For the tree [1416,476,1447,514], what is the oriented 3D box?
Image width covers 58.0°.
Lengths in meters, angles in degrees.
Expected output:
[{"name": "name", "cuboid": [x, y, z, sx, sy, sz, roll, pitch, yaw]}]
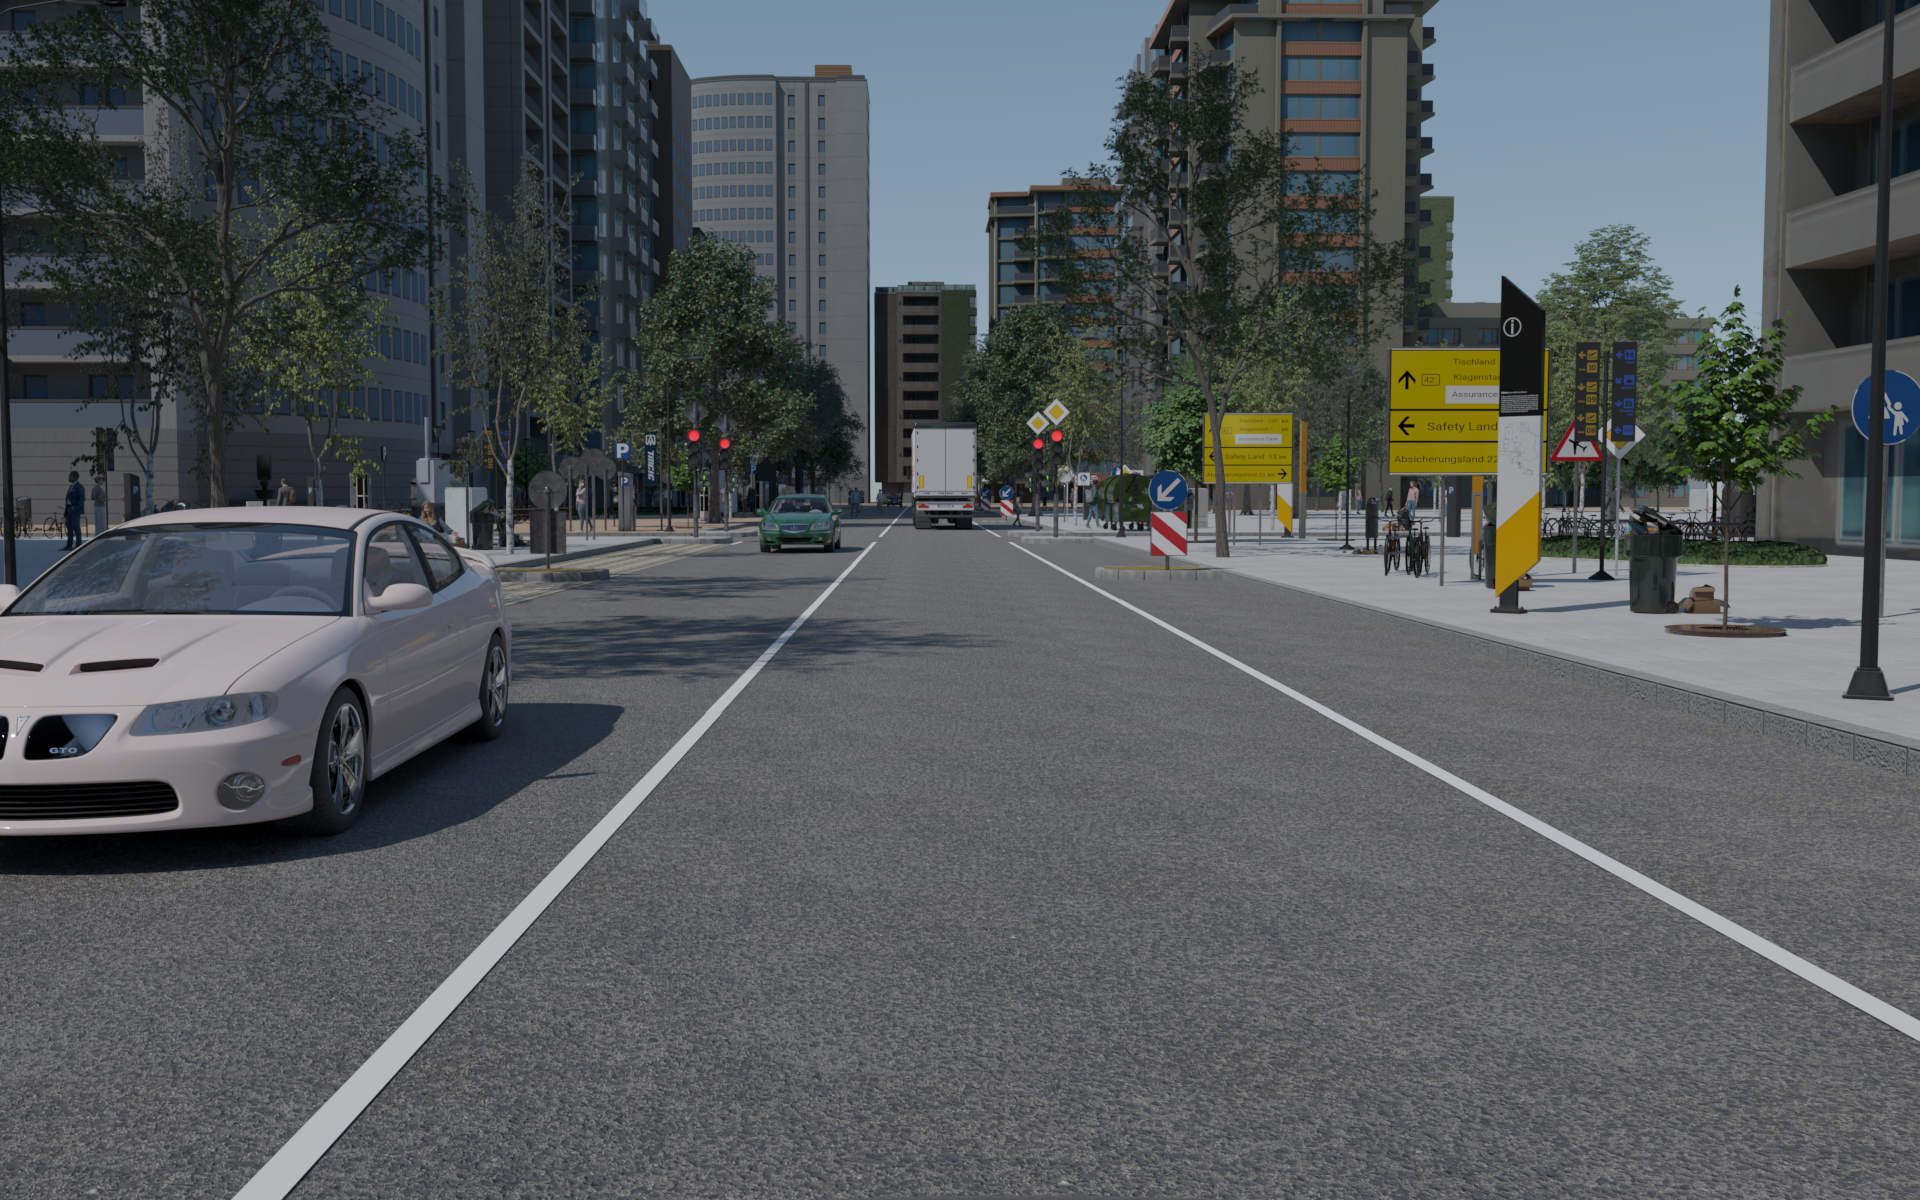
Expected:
[{"name": "tree", "cuboid": [31.286, -10.054, 114.749, 4.360, 8.622, 3.978, 0, 3, 0]}]

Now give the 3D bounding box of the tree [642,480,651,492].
[{"name": "tree", "cuboid": [-22.871, -8.210, 128.829, 1.663, 3.219, 1.824, 0, 3, 0]}]

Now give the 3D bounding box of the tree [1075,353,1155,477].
[{"name": "tree", "cuboid": [7.771, -8.499, 89.315, 4.360, 8.622, 3.978, 0, 3, 0]}]

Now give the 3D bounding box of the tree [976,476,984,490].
[{"name": "tree", "cuboid": [2.539, -14.836, 192.927, 4.737, 8.622, 4.395, 0, 3, 0]}]

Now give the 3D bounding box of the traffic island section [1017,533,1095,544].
[{"name": "traffic island section", "cuboid": [2.856, -1.768, 51.190, 2.009, 0.180, 2.903, 0, 4, -1]}]

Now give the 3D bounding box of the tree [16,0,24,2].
[{"name": "tree", "cuboid": [-9.564, -5.195, 10.693, 9.928, 11.665, 9.643, 0, 3, 0]}]

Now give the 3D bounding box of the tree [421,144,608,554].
[{"name": "tree", "cuboid": [-9.669, -5.306, 37.123, 4.360, 8.622, 3.978, 0, 3, 0]}]

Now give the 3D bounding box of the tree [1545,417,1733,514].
[{"name": "tree", "cuboid": [44.951, -9.630, 120.351, 11.467, 7.101, 20.602, -1, 4, -16]}]

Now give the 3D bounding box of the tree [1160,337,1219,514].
[{"name": "tree", "cuboid": [16.657, -11.493, 113.658, 9.928, 11.665, 9.643, 0, 3, 0]}]

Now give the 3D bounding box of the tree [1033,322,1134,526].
[{"name": "tree", "cuboid": [4.832, -7.351, 70.555, 4.737, 8.622, 4.395, 0, 3, 0]}]

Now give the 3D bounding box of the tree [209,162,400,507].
[{"name": "tree", "cuboid": [-14.119, -5.342, 37.712, 4.737, 8.622, 4.395, 0, 3, 0]}]

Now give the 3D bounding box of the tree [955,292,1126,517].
[{"name": "tree", "cuboid": [4.388, -11.128, 98.949, 9.611, 12.733, 9.660, 0, 3, 0]}]

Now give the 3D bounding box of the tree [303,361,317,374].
[{"name": "tree", "cuboid": [-19.347, -5.812, 45.392, 4.360, 8.622, 3.978, 0, 3, 0]}]

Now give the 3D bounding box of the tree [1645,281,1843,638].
[{"name": "tree", "cuboid": [7.168, -1.298, 15.824, 1.663, 3.219, 1.824, 0, 3, 0]}]

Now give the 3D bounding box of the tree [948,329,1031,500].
[{"name": "tree", "cuboid": [3.794, -13.754, 131.532, 9.857, 13.997, 8.962, 0, 3, 0]}]

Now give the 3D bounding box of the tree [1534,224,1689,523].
[{"name": "tree", "cuboid": [27.228, -9.503, 73.506, 7.486, 12.596, 7.792, 0, 3, 0]}]

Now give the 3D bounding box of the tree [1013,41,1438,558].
[{"name": "tree", "cuboid": [5.355, -6.163, 35.175, 8.767, 10.594, 7.601, 0, 3, 0]}]

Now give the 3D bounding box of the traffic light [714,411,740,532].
[{"name": "traffic light", "cuboid": [-7.926, -4.274, 58.801, 0.839, 4.253, 0.868, 0, 4, -1]}]

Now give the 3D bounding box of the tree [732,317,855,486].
[{"name": "tree", "cuboid": [-11.925, -12.859, 120.614, 12.009, 13.543, 11.850, 0, 3, 0]}]

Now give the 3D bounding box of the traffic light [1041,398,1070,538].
[{"name": "traffic light", "cuboid": [2.815, -3.802, 51.075, 0.839, 4.253, 0.868, 0, 4, -1]}]

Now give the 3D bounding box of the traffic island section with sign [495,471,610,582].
[{"name": "traffic island section with sign", "cuboid": [-6.956, -1.246, 29.002, 1.989, 1.847, 2.006, 0, 4, -1]}]

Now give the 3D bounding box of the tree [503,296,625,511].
[{"name": "tree", "cuboid": [-15.059, -7.040, 65.459, 4.737, 8.622, 4.395, 0, 3, 0]}]

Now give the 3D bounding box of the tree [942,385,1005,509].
[{"name": "tree", "cuboid": [2.109, -16.183, 174.966, 12.009, 13.543, 11.850, 0, 3, 0]}]

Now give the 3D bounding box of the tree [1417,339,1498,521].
[{"name": "tree", "cuboid": [22.380, -8.010, 81.327, 4.737, 8.622, 4.395, 0, 3, 0]}]

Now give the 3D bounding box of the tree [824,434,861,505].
[{"name": "tree", "cuboid": [-13.999, -15.535, 204.361, 4.360, 8.622, 3.978, 0, 3, 0]}]

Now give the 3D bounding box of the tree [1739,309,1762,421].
[{"name": "tree", "cuboid": [31.630, -7.110, 66.606, 4.360, 8.622, 3.978, 0, 3, 0]}]

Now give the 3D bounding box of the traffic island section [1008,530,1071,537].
[{"name": "traffic island section", "cuboid": [2.672, -2.256, 59.173, 2.009, 0.180, 2.903, 0, 4, -1]}]

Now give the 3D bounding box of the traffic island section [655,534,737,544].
[{"name": "traffic island section", "cuboid": [-7.783, -1.754, 50.951, 2.009, 0.180, 2.903, 0, 4, -1]}]

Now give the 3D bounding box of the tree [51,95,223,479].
[{"name": "tree", "cuboid": [-15.145, -5.015, 32.359, 4.360, 8.622, 3.978, 0, 3, 0]}]

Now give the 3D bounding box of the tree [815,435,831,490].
[{"name": "tree", "cuboid": [-13.630, -13.900, 177.624, 4.737, 8.622, 4.395, 0, 3, 0]}]

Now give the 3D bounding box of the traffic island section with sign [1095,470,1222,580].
[{"name": "traffic island section with sign", "cuboid": [3.355, -1.288, 29.683, 1.989, 1.847, 2.006, 0, 4, -1]}]

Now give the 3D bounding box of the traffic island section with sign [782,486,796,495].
[{"name": "traffic island section with sign", "cuboid": [-8.210, -4.590, 83.675, 1.989, 1.847, 2.006, 0, 4, -1]}]

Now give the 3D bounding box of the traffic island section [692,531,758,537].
[{"name": "traffic island section", "cuboid": [-7.967, -2.242, 58.934, 2.009, 0.180, 2.903, 0, 4, -1]}]

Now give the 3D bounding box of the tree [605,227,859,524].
[{"name": "tree", "cuboid": [-10.518, -9.649, 74.771, 9.611, 12.733, 9.660, 0, 3, 0]}]

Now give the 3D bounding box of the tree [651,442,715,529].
[{"name": "tree", "cuboid": [-10.263, -4.293, 64.795, 1.663, 3.219, 1.824, 0, 3, 0]}]

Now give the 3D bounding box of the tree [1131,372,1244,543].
[{"name": "tree", "cuboid": [6.168, -3.798, 45.813, 4.285, 4.588, 4.351, 0, 3, 0]}]

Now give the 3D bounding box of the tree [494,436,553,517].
[{"name": "tree", "cuboid": [-24.863, -7.038, 98.790, 4.285, 4.588, 4.351, 0, 3, 0]}]

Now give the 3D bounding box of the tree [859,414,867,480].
[{"name": "tree", "cuboid": [-12.169, -13.786, 142.411, 9.611, 12.733, 9.660, 0, 3, 0]}]

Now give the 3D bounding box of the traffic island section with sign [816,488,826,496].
[{"name": "traffic island section with sign", "cuboid": [-8.845, -6.268, 111.108, 1.989, 1.847, 2.006, 0, 4, -1]}]

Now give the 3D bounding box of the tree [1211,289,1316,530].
[{"name": "tree", "cuboid": [10.837, -6.775, 61.129, 4.737, 8.622, 4.395, 0, 3, 0]}]

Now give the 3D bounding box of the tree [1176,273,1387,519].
[{"name": "tree", "cuboid": [17.538, -10.553, 89.543, 9.611, 12.733, 9.660, 0, 3, 0]}]

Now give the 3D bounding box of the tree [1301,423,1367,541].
[{"name": "tree", "cuboid": [10.388, -3.237, 47.533, 1.663, 3.219, 1.824, 0, 3, 0]}]

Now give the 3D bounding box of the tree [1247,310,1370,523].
[{"name": "tree", "cuboid": [13.113, -7.146, 67.201, 4.360, 8.622, 3.978, 0, 3, 0]}]

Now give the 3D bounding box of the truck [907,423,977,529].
[{"name": "truck", "cuboid": [-0.798, -5.175, 73.522, 2.839, 4.237, 11.283, 0, 4, -2]}]

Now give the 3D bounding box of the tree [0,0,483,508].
[{"name": "tree", "cuboid": [-10.066, -5.395, 22.617, 8.767, 10.594, 7.601, 2, 4, 30]}]

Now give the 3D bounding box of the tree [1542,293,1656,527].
[{"name": "tree", "cuboid": [23.480, -6.985, 64.571, 4.737, 8.622, 4.395, 0, 3, 0]}]

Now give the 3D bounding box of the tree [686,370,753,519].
[{"name": "tree", "cuboid": [-11.820, -8.407, 87.819, 4.360, 8.622, 3.978, 0, 3, 0]}]

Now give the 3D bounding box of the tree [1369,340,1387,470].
[{"name": "tree", "cuboid": [16.826, -7.731, 76.760, 4.360, 8.622, 3.978, 0, 3, 0]}]

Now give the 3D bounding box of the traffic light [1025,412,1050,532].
[{"name": "traffic light", "cuboid": [2.632, -4.290, 59.058, 0.839, 4.253, 0.868, 0, 4, -1]}]
